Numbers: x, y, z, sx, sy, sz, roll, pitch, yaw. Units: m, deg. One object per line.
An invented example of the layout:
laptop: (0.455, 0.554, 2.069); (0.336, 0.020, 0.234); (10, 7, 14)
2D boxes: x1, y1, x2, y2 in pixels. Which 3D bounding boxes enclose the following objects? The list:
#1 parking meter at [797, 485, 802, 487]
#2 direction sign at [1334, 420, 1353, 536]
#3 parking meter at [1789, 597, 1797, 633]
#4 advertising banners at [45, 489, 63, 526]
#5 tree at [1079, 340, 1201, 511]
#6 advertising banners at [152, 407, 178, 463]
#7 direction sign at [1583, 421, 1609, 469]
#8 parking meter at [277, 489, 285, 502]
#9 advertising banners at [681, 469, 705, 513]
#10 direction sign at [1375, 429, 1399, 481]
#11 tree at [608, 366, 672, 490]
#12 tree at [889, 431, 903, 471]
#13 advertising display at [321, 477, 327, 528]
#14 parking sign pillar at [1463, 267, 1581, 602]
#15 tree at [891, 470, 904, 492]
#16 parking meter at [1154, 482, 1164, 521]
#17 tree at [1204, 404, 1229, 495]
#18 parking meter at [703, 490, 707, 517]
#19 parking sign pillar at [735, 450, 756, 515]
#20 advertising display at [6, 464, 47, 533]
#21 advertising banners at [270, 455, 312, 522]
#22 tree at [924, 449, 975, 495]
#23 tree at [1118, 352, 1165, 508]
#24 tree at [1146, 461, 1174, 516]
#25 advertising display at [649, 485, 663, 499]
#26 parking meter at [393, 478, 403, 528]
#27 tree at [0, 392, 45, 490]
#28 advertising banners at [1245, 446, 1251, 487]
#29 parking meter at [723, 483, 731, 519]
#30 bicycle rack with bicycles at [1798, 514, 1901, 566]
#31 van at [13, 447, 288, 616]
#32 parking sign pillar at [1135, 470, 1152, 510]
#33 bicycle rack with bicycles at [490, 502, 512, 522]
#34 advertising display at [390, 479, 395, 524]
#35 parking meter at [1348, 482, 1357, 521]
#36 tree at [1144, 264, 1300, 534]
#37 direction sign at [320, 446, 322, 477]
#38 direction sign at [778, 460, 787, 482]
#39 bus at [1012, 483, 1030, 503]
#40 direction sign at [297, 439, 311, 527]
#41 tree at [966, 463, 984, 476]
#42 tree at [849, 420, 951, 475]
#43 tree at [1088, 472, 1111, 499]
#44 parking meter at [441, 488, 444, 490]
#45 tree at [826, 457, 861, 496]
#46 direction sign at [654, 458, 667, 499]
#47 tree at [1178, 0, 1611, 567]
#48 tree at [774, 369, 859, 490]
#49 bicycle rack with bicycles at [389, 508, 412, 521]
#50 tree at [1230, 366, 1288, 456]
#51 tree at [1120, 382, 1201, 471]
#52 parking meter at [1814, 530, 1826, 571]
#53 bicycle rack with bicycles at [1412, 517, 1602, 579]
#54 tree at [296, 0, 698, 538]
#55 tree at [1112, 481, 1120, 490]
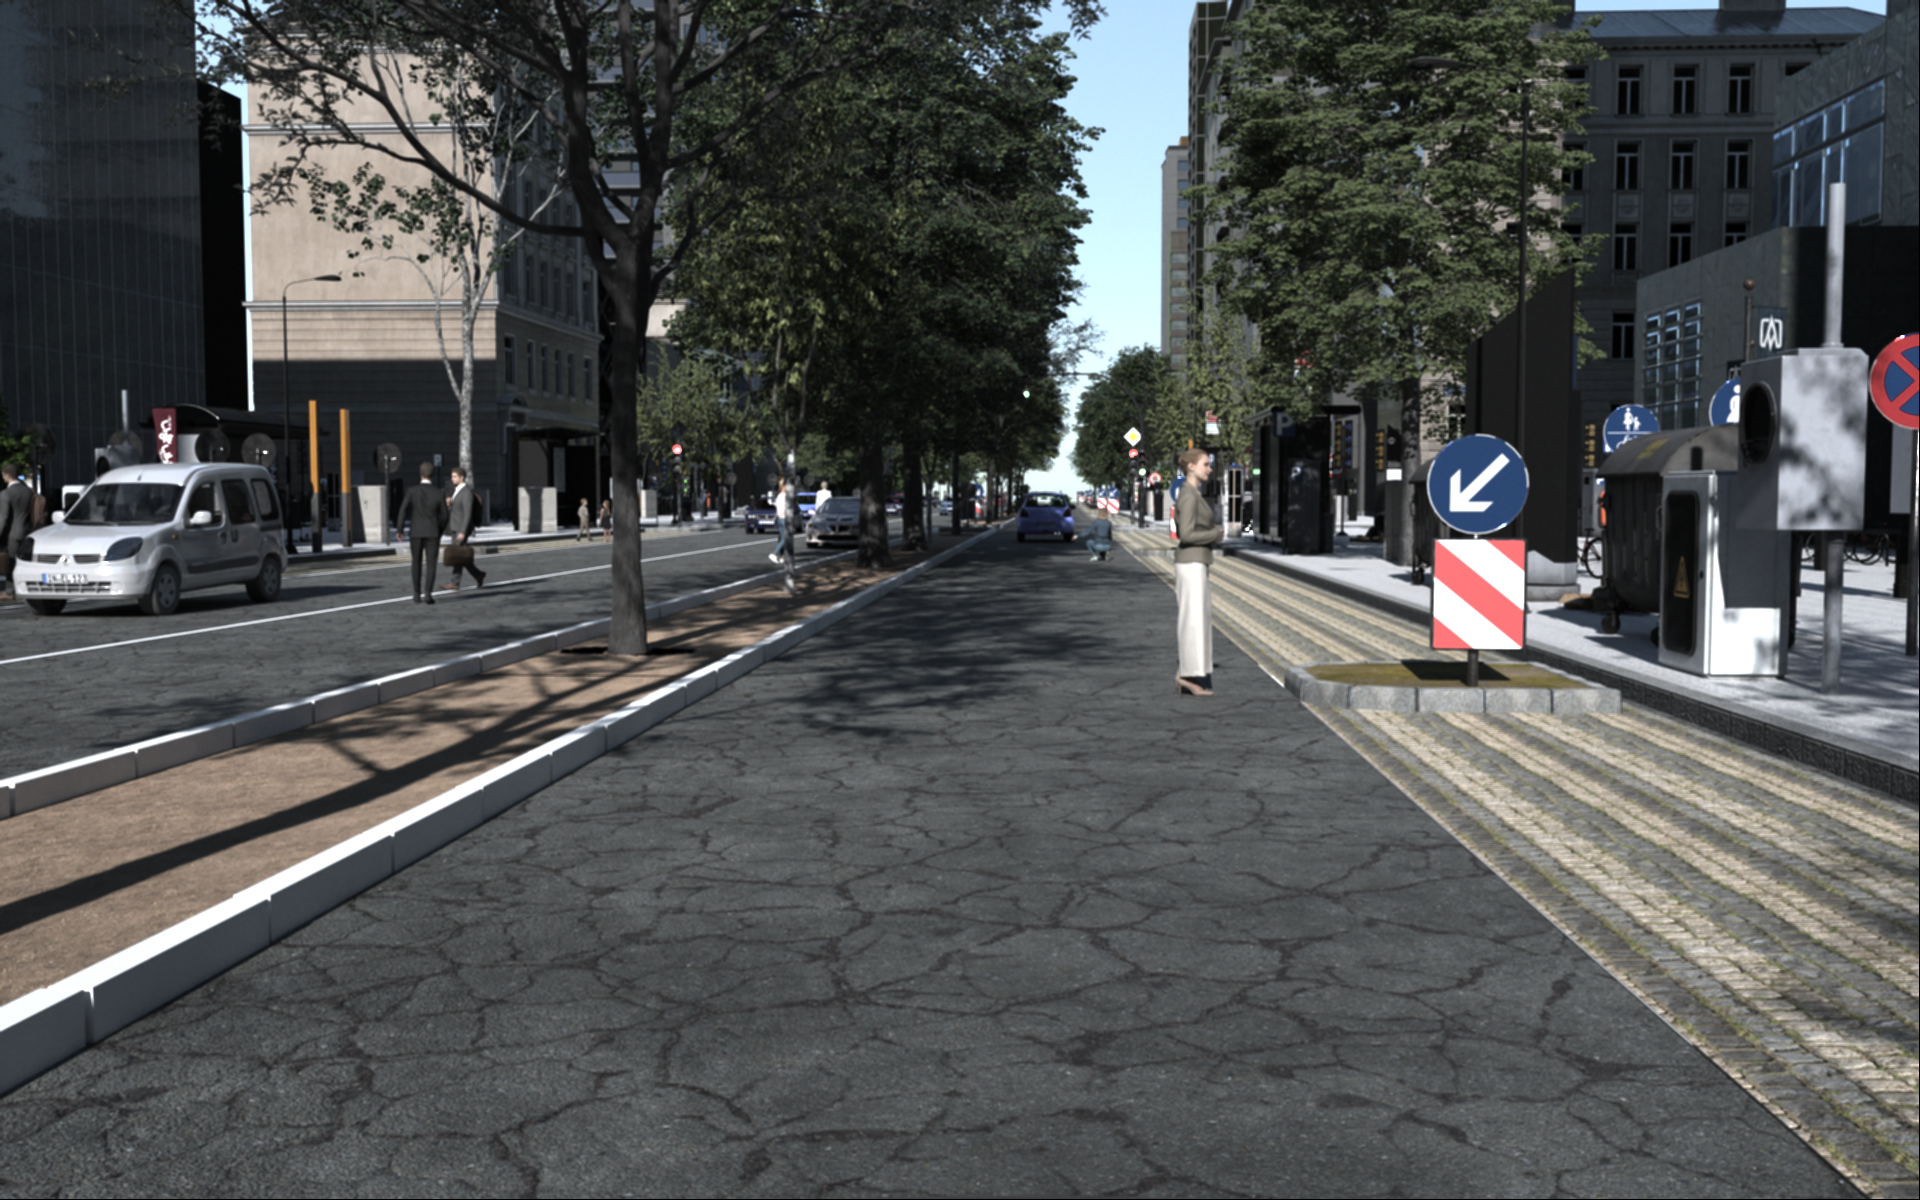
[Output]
parking meter: (-10.651, -6.644, 114.342); (0.255, 1.863, 0.399); (2, 4, 30)
direction sign: (11.802, -3.755, 53.386); (0.379, 3.537, 0.876); (-2, 4, -24)
parking meter: (7.382, -0.445, 15.684); (0.372, 1.533, 0.369); (0, 3, 0)
advertising banners: (-22.417, -2.761, 41.324); (2.074, 3.025, 0.090); (0, 4, -1)
tree: (13.625, -12.960, 128.900); (9.611, 12.733, 9.660); (0, 3, 0)
advertising banners: (-15.268, -2.367, 34.895); (2.074, 3.025, 0.090); (0, 4, 7)
direction sign: (19.788, -3.774, 53.700); (0.876, 3.537, 0.379); (1, 4, 18)
parking meter: (-32.174, -4.507, 82.096); (0.372, 1.533, 0.369); (0, 3, 0)
advertising banners: (-18.973, -7.734, 122.634); (2.074, 3.025, 0.090); (-2, 4, -31)
direction sign: (14.894, -4.190, 60.496); (0.876, 3.537, 0.379); (3, 4, 37)
tree: (-18.384, -9.136, 99.731); (4.360, 8.622, 3.978); (0, 3, 0)
tree: (-4.557, -18.439, 219.600); (7.486, 12.596, 7.792); (0, 3, 0)
advertising display: (-24.253, -3.702, 65.747); (0.123, 1.923, 0.974); (1, 4, 19)
parking sign pillar: (6.883, -2.004, 21.230); (1.447, 3.967, 1.447); (3, 5, 41)
tree: (-5.918, -12.640, 190.377); (4.285, 4.588, 4.351); (0, 3, 0)
parking meter: (9.512, -4.714, 82.792); (0.255, 1.863, 0.399); (-3, 5, -41)
tree: (20.647, -11.409, 136.894); (4.360, 8.622, 3.978); (0, 3, 0)
parking meter: (-14.487, -5.481, 98.022); (0.372, 1.533, 0.369); (0, 3, 0)
parking sign pillar: (-13.139, -7.220, 106.512); (1.447, 3.967, 1.447); (3, 5, 41)
advertising display: (-17.363, -1.635, 31.947); (0.974, 1.923, 0.123); (0, 4, 2)
advertising banners: (-30.152, -4.999, 77.919); (0.090, 3.025, 2.074); (3, 5, 42)
tree: (-1.752, -21.420, 267.226); (9.611, 12.733, 9.660); (0, 3, 0)
tree: (14.595, -15.179, 154.827); (9.857, 13.997, 8.962); (0, 3, 0)
tree: (11.701, -6.484, 100.607); (1.663, 3.219, 1.824); (0, 3, 0)
advertising display: (-21.887, -7.301, 124.589); (0.974, 1.923, 0.123); (-1, 4, -14)
parking meter: (-21.104, -3.629, 65.052); (0.255, 1.863, 0.399); (-3, 5, -41)
tree: (-15.778, -2.064, 28.345); (1.663, 3.219, 1.824); (0, 3, 0)
advertising banners: (10.697, -4.061, 62.589); (0.090, 3.025, 2.074); (-1, 4, -14)
parking meter: (-12.232, -5.213, 90.940); (0.399, 1.863, 0.255); (-3, 5, -40)
bicycle rack with bicycles: (16.679, -1.147, 32.133); (2.852, 0.926, 2.925); (-2, 4, -34)
van: (-10.063, -0.900, 21.728); (2.013, 2.044, 4.112); (0, 4, 4)
parking sign pillar: (14.749, -9.190, 138.726); (1.447, 3.967, 1.447); (-3, 4, -37)
bicycle rack with bicycles: (-21.877, -4.019, 79.085); (2.925, 0.926, 2.852); (-1, 4, -13)
advertising display: (-24.473, -4.287, 75.305); (0.123, 1.923, 0.974); (0, 4, 8)
parking meter: (18.790, -4.719, 82.861); (0.399, 1.863, 0.255); (-3, 5, -40)
tree: (8.681, -6.421, 55.350); (4.737, 8.622, 4.395); (0, 3, 0)
direction sign: (-30.192, -5.461, 81.278); (0.876, 3.537, 0.379); (2, 4, 35)
direction sign: (-11.856, -7.572, 115.804); (0.379, 3.537, 0.876); (-3, 5, -45)
bus: (10.489, -18.375, 295.288); (2.948, 3.499, 13.247); (0, 4, 4)
direction sign: (-25.461, -4.593, 67.086); (0.379, 3.537, 0.876); (-3, 5, -42)
tree: (0.807, -22.865, 299.594); (9.928, 11.665, 9.643); (0, 3, 0)
tree: (-7.274, -14.473, 162.390); (9.928, 11.665, 9.643); (0, 3, 0)
tree: (17.740, -16.609, 205.966); (7.601, 10.594, 8.767); (2, 4, 24)
parking meter: (-19.362, -3.476, 65.237); (0.372, 1.533, 0.369); (0, 3, 0)
tree: (-9.256, -9.621, 141.012); (4.285, 4.588, 4.351); (0, 3, 0)
direction sign: (-18.837, -7.150, 108.899); (0.876, 3.537, 0.379); (-3, 5, -40)
tree: (7.582, -6.869, 30.439); (7.486, 12.596, 7.792); (0, 3, 0)
tree: (-10.241, -12.930, 129.528); (7.486, 12.596, 7.792); (0, 3, 0)
bicycle rack with bicycles: (-27.766, -4.280, 83.360); (2.925, 0.926, 2.852); (-3, 4, -36)
tree: (18.235, -9.150, 99.971); (4.360, 8.622, 3.978); (0, 3, 0)
tree: (12.659, -9.900, 112.226); (4.360, 8.622, 3.978); (0, 3, 0)
parking meter: (14.501, -1.420, 28.926); (0.399, 1.863, 0.255); (0, 4, 1)
bicycle rack with bicycles: (8.383, -0.839, 27.099); (2.852, 0.926, 2.925); (-1, 4, -12)
tree: (-13.812, -11.988, 51.898); (12.611, 20.169, 13.585); (0, 3, 0)
tree: (15.471, -10.406, 164.741); (1.663, 3.219, 1.824); (0, 3, 0)
